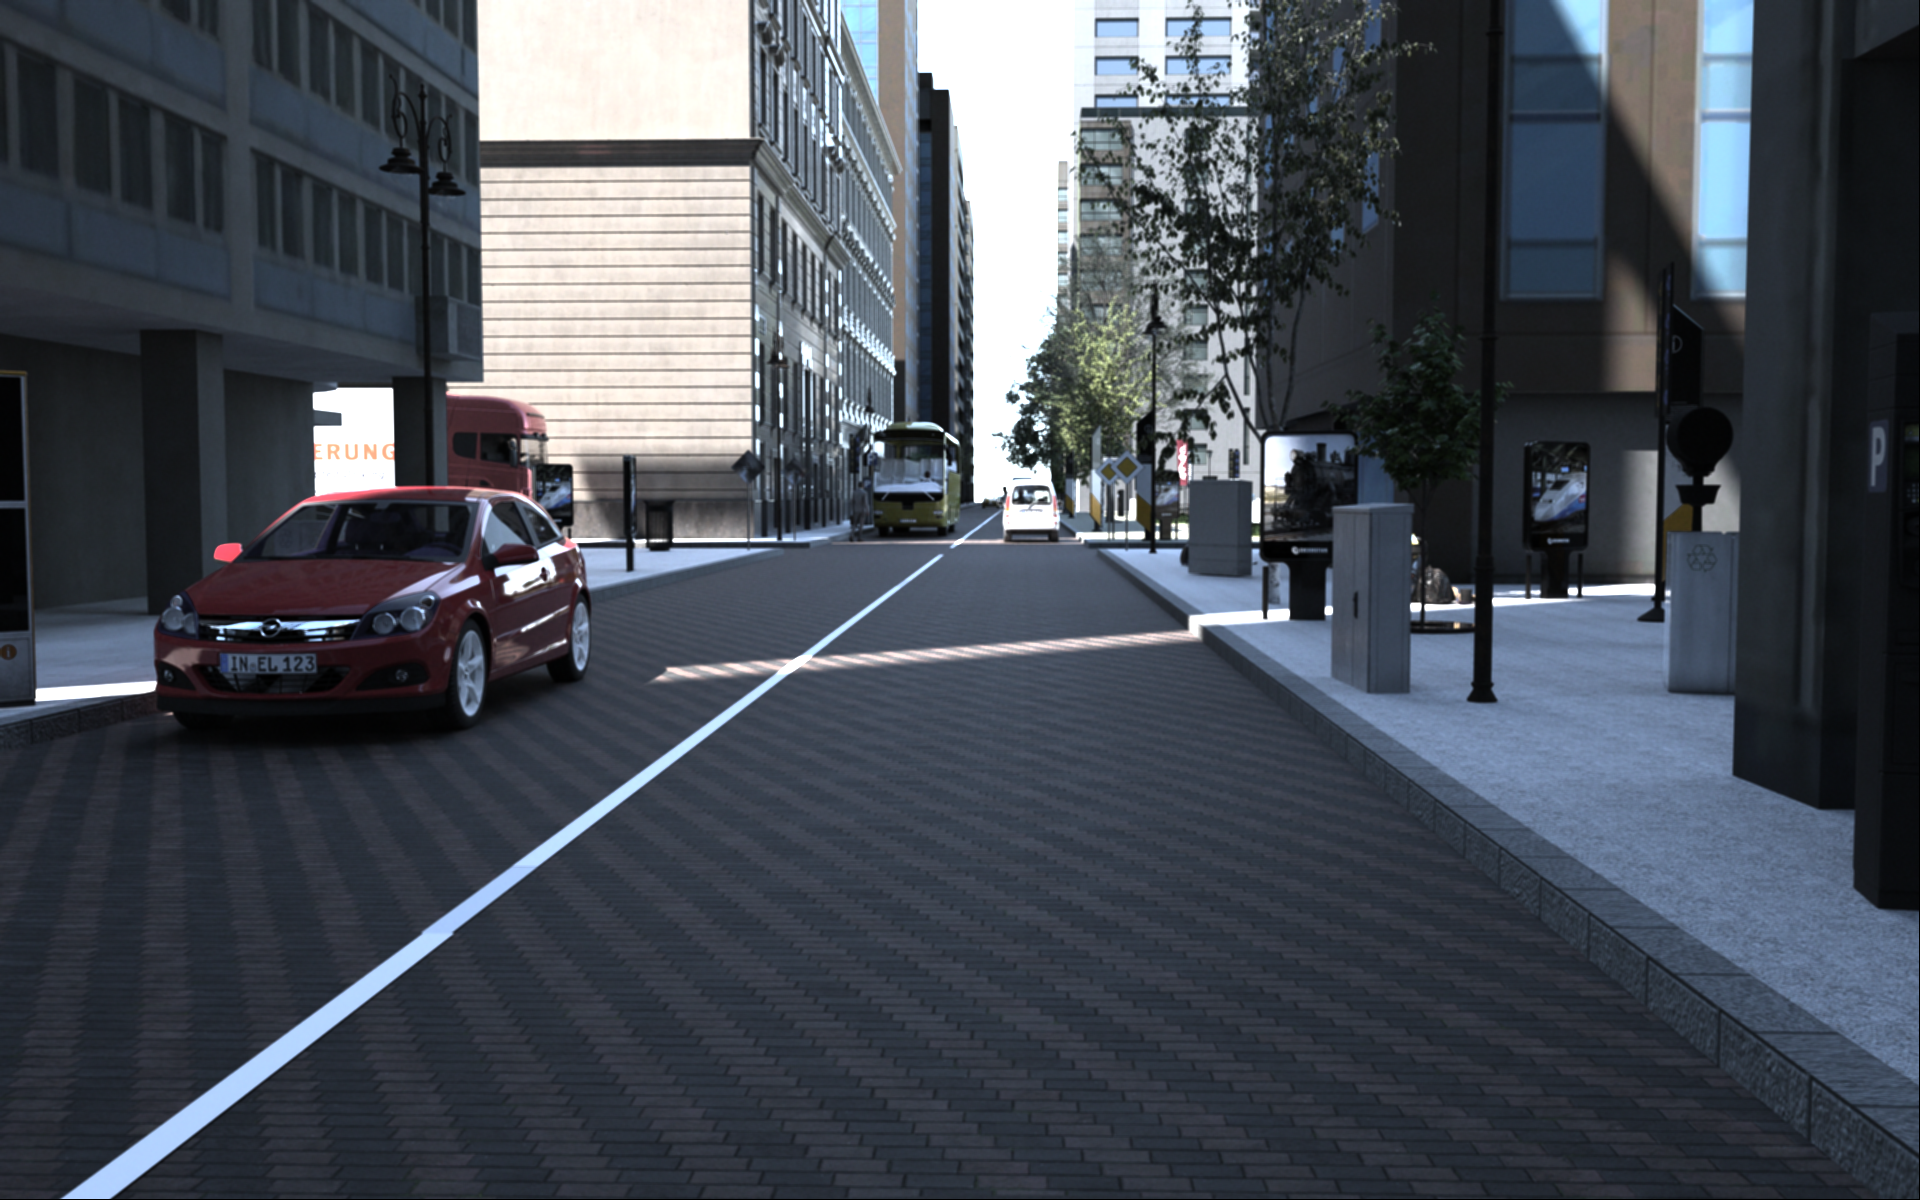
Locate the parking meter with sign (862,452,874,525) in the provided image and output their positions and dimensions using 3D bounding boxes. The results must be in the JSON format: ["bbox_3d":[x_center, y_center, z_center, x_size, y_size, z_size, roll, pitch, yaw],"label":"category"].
[{"bbox_3d":[-3.805,-4.616,71.728,0.543,3.016,1.738,0,4,6],"label":"parking meter with sign"}]

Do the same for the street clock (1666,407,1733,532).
[{"bbox_3d":[6.190,-0.610,14.547,0.471,2.002,0.358,0,3,0],"label":"street clock"}]

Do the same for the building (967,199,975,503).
[{"bbox_3d":[-8.679,-39.507,269.643,21.300,48.544,21.600,0,4,2],"label":"building"}]

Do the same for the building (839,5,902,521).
[{"bbox_3d":[-13.011,-19.486,95.015,17.030,29.872,44.131,0,4,2],"label":"building"}]

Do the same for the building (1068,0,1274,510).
[{"bbox_3d":[20.046,-37.352,152.705,21.231,58.520,28.212,0,4,2],"label":"building"}]

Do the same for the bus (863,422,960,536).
[{"bbox_3d":[-1.478,-4.342,62.544,2.896,3.916,12.252,0,4,2],"label":"bus"}]

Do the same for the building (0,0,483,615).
[{"bbox_3d":[-19.110,-20.045,19.612,23.993,40.220,32.217,0,4,2],"label":"building"}]

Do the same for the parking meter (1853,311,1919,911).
[{"bbox_3d":[2.994,0.019,5.406,0.255,1.863,0.399,1,4,14],"label":"parking meter"}]

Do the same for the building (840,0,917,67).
[{"bbox_3d":[-10.518,-29.310,129.335,14.600,45.320,14.200,0,4,2],"label":"building"}]

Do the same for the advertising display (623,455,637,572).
[{"bbox_3d":[-5.519,-1.454,28.986,0.123,1.923,0.974,0,4,-5],"label":"advertising display"}]

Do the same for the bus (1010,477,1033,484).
[{"bbox_3d":[6.933,-11.886,189.202,2.948,3.499,13.247,0,4,3],"label":"bus"}]

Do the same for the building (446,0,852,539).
[{"bbox_3d":[-11.015,-16.097,60.444,12.463,27.353,25.104,0,4,2],"label":"building"}]

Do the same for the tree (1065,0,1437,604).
[{"bbox_3d":[3.589,-4.278,20.308,4.360,8.622,3.978,0,3,0],"label":"tree"}]

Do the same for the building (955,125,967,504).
[{"bbox_3d":[-10.487,-36.320,217.529,21.300,48.544,21.600,0,4,2],"label":"building"}]

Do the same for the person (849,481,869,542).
[{"bbox_3d":[-3.020,-2.660,52.106,0.709,1.813,0.853,2,4,23],"label":"person"}]

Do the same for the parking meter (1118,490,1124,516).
[{"bbox_3d":[9.278,-5.588,99.778,0.372,1.533,0.369,0,3,0],"label":"parking meter"}]

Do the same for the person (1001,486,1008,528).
[{"bbox_3d":[1.972,-3.913,72.826,0.721,1.781,0.623,-3,5,-39],"label":"person"}]

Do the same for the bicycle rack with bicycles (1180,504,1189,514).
[{"bbox_3d":[12.346,-4.731,90.740,2.925,0.926,2.852,2,4,27],"label":"bicycle rack with bicycles"}]

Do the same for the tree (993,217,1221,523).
[{"bbox_3d":[6.654,-10.250,77.960,12.009,13.543,11.850,0,3,0],"label":"tree"}]

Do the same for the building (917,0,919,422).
[{"bbox_3d":[-12.308,-44.773,170.288,20.563,71.187,20.611,0,4,2],"label":"building"}]

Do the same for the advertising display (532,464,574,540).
[{"bbox_3d":[-8.709,-1.949,37.077,0.123,1.923,0.974,3,5,40],"label":"advertising display"}]

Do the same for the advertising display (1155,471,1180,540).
[{"bbox_3d":[5.733,-2.636,48.307,0.974,1.923,0.123,-3,4,-36],"label":"advertising display"}]

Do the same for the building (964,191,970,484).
[{"bbox_3d":[-9.943,-36.030,243.722,22.147,44.769,28.867,0,4,2],"label":"building"}]

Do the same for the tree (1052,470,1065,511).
[{"bbox_3d":[7.698,-8.552,134.433,1.663,3.219,1.824,0,3,0],"label":"tree"}]

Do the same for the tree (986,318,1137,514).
[{"bbox_3d":[6.865,-11.847,110.704,9.611,12.733,9.660,0,3,0],"label":"tree"}]

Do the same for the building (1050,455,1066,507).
[{"bbox_3d":[26.350,-23.915,236.042,27.650,21.520,28.899,0,4,2],"label":"building"}]

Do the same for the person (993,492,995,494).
[{"bbox_3d":[5.188,-15.794,267.421,1.217,1.739,0.721,3,4,36],"label":"person"}]

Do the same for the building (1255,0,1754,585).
[{"bbox_3d":[13.154,-23.216,29.695,14.600,45.320,14.200,0,4,2],"label":"building"}]

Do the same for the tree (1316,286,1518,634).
[{"bbox_3d":[4.418,-1.319,16.162,1.663,3.219,1.824,0,3,0],"label":"tree"}]

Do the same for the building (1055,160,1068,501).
[{"bbox_3d":[18.872,-32.456,214.244,14.154,41.232,14.086,0,4,2],"label":"building"}]

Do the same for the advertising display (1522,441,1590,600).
[{"bbox_3d":[7.287,-0.976,21.178,0.974,1.923,0.123,-2,4,-26],"label":"advertising display"}]

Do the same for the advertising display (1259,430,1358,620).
[{"bbox_3d":[3.537,-0.757,17.593,0.974,1.923,0.123,1,4,10],"label":"advertising display"}]

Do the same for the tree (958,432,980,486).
[{"bbox_3d":[0.059,-15.238,199.509,4.360,8.622,3.978,0,3,0],"label":"tree"}]

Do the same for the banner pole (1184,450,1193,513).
[{"bbox_3d":[11.220,-5.825,85.262,0.401,3.779,0.863,-2,4,-29],"label":"banner pole"}]

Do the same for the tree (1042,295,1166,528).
[{"bbox_3d":[5.516,-7.032,65.342,4.737,8.622,4.395,0,3,0],"label":"tree"}]

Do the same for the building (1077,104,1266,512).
[{"bbox_3d":[15.957,-22.072,132.575,14.160,30.474,14.107,0,4,2],"label":"building"}]

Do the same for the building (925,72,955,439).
[{"bbox_3d":[-7.737,-32.921,188.373,14.600,45.320,14.200,0,4,2],"label":"building"}]

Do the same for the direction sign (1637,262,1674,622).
[{"bbox_3d":[7.044,-1.553,17.384,0.379,3.537,0.876,1,4,14],"label":"direction sign"}]

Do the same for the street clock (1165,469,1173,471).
[{"bbox_3d":[6.098,-2.837,50.954,0.358,2.002,0.471,-1,4,-17],"label":"street clock"}]
